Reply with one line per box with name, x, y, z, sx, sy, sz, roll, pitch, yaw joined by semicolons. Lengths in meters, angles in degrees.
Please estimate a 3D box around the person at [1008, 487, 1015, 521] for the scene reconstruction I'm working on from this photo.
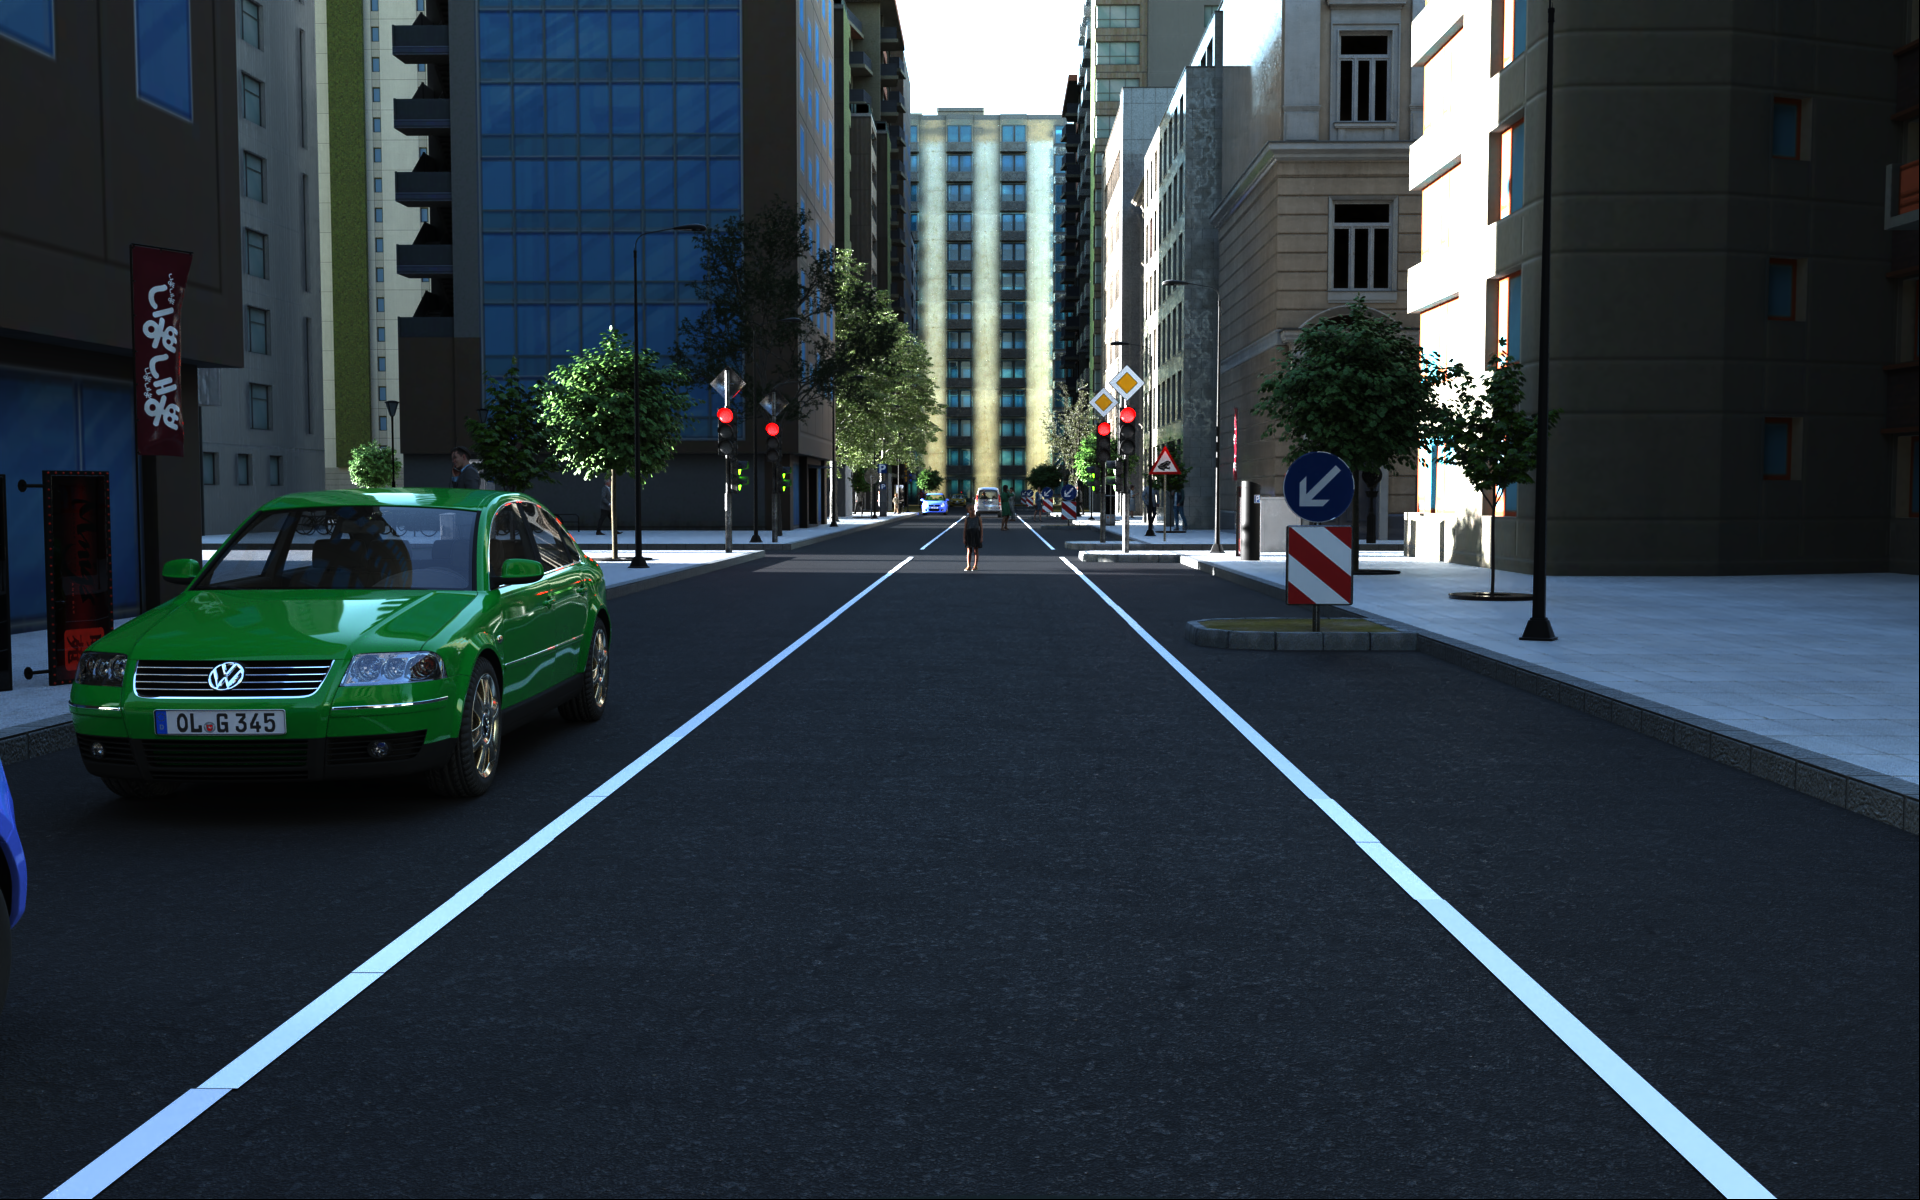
person;2.708;-5.121;92.404;0.466;1.800;0.511;-2;4;-32

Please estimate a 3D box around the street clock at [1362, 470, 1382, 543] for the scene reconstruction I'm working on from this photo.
street clock;10.701;-2.474;45.028;0.471;2.002;0.358;3;4;37

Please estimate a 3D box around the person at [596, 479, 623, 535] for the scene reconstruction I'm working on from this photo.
person;-11.014;-2.931;54.370;0.834;1.777;0.661;0;4;-8

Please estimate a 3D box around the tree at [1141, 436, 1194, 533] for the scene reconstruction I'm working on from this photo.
tree;7.020;-3.855;57.628;1.663;3.219;1.824;0;3;0

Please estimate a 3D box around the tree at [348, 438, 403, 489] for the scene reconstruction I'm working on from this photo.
tree;-34.494;-7.239;102.074;4.285;4.588;4.351;0;3;0

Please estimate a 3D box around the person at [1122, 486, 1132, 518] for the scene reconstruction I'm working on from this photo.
person;9.120;-5.392;94.220;0.581;1.822;0.654;-3;5;-42

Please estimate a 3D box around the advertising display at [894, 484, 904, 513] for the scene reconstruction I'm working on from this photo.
advertising display;-4.022;-6.699;114.738;0.123;1.923;0.974;2;4;33

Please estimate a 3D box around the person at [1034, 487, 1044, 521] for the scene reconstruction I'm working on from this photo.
person;4.117;-5.039;90.916;0.581;1.822;0.654;-2;4;-25

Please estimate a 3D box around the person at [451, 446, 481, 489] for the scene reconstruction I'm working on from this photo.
person;-5.878;-0.895;20.482;0.447;1.846;0.655;-1;4;-22

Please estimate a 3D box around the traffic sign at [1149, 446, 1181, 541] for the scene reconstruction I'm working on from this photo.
traffic sign;5.553;-2.870;46.921;0.884;2.594;0.081;1;4;11

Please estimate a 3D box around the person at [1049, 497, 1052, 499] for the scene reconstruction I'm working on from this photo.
person;7.842;-8.980;153.666;0.742;1.727;0.445;-3;4;-38

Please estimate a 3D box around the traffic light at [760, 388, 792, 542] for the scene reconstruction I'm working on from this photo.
traffic light;-4.898;-3.483;45.873;0.839;4.253;0.868;0;4;1

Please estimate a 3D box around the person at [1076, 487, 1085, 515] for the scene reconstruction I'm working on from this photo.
person;7.331;-6.193;107.692;0.834;1.777;0.661;1;4;10

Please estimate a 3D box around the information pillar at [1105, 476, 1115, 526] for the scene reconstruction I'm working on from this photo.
information pillar;6.104;-4.027;70.329;0.304;2.012;0.304;3;5;45

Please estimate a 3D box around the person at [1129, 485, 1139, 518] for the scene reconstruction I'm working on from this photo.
person;9.293;-5.247;92.402;0.524;1.755;0.480;0;4;4

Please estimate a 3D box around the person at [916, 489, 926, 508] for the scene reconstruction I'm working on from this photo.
person;-3.446;-9.108;155.673;1.217;1.743;0.721;-2;4;-27

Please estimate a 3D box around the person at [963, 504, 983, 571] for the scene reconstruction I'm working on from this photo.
person;0.246;-1.178;32.431;0.362;1.253;0.373;1;4;12

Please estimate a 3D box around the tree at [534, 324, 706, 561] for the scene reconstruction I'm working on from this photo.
tree;-6.635;-3.052;33.617;4.285;4.588;4.351;0;3;0

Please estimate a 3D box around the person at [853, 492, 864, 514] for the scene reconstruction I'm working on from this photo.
person;-6.458;-6.332;109.966;0.834;1.777;0.661;3;5;42

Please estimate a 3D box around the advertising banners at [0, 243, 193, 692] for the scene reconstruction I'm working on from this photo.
advertising banners;-5.989;-0.947;11.676;0.090;3.025;2.074;2;4;26

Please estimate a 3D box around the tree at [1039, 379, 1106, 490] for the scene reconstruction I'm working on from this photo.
tree;7.178;-9.774;110.164;4.360;8.622;3.978;0;3;0

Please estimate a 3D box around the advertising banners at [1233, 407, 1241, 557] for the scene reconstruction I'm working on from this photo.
advertising banners;5.767;-2.419;35.743;0.090;3.025;2.074;1;4;16

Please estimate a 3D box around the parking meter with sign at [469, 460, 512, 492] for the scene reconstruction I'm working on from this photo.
parking meter with sign;-10.782;-2.594;38.679;1.738;3.016;0.543;1;4;14

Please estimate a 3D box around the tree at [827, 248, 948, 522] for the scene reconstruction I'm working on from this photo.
tree;-6.074;-9.912;80.192;7.486;12.596;7.792;0;3;0

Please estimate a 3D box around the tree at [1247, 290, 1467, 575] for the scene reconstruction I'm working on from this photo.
tree;6.379;-2.715;28.102;4.285;4.588;4.351;0;3;0

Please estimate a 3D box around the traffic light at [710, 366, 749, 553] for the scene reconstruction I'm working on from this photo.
traffic light;-5.055;-2.995;37.889;0.839;4.253;0.868;0;4;1

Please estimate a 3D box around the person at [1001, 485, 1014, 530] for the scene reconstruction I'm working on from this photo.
person;1.784;-3.654;68.483;0.529;1.795;0.600;-3;5;-42

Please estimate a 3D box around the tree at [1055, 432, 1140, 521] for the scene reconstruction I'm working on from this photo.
tree;6.962;-6.065;82.869;4.285;4.588;4.351;0;3;0

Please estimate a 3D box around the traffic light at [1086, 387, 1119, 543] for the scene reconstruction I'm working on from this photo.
traffic light;3.762;-3.474;45.719;0.839;4.253;0.868;0;4;1

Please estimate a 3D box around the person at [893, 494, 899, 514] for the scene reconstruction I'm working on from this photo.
person;-4.029;-6.041;109.088;0.475;1.303;0.640;1;4;15

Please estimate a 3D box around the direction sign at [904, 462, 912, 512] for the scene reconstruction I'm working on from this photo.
direction sign;-3.635;-7.870;120.678;0.379;3.537;0.876;3;4;37

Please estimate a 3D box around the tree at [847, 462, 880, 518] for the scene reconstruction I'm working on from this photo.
tree;-5.201;-5.954;91.951;1.663;3.219;1.824;0;3;0

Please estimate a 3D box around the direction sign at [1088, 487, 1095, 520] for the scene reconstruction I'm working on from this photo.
direction sign;6.608;-5.808;86.953;0.379;3.537;0.876;2;4;31

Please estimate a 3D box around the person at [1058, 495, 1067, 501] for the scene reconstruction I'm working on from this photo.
person;8.455;-8.102;139.226;1.217;1.735;0.721;0;4;-3

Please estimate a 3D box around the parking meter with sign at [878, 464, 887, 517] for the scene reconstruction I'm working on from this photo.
parking meter with sign;-4.422;-6.283;98.994;0.543;3.016;1.738;0;4;-4

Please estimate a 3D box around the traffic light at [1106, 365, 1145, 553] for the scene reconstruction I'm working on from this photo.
traffic light;3.605;-2.986;37.736;0.839;4.253;0.868;0;4;1

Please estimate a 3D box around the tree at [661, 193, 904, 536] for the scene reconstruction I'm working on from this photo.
tree;-5.436;-7.250;52.954;8.767;10.594;7.601;1;4;17

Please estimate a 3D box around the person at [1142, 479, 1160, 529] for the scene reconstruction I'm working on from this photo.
person;7.017;-3.543;63.823;0.661;1.843;0.795;0;4;-6

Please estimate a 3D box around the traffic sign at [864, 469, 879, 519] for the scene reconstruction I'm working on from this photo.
traffic sign;-4.513;-5.391;88.242;0.768;2.556;0.104;1;4;9

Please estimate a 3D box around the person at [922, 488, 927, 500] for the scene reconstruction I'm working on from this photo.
person;-3.334;-9.704;164.565;0.599;1.838;0.709;-1;4;-15

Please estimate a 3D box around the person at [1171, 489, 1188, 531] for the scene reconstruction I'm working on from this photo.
person;7.673;-3.330;60.835;0.623;1.781;0.721;3;5;44

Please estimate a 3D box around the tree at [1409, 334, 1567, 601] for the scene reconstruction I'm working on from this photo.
tree;6.585;-1.617;21.038;1.663;3.219;1.824;0;3;0

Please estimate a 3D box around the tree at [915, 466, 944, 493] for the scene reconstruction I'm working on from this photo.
tree;-3.442;-13.151;198.739;4.285;4.588;4.351;0;3;0

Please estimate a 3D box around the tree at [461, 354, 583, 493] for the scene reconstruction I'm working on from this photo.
tree;-6.069;-1.801;24.053;1.663;3.219;1.824;0;3;0

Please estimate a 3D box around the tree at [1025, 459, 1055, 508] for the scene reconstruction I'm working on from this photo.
tree;8.100;-10.906;162.021;4.285;4.588;4.351;0;3;0
